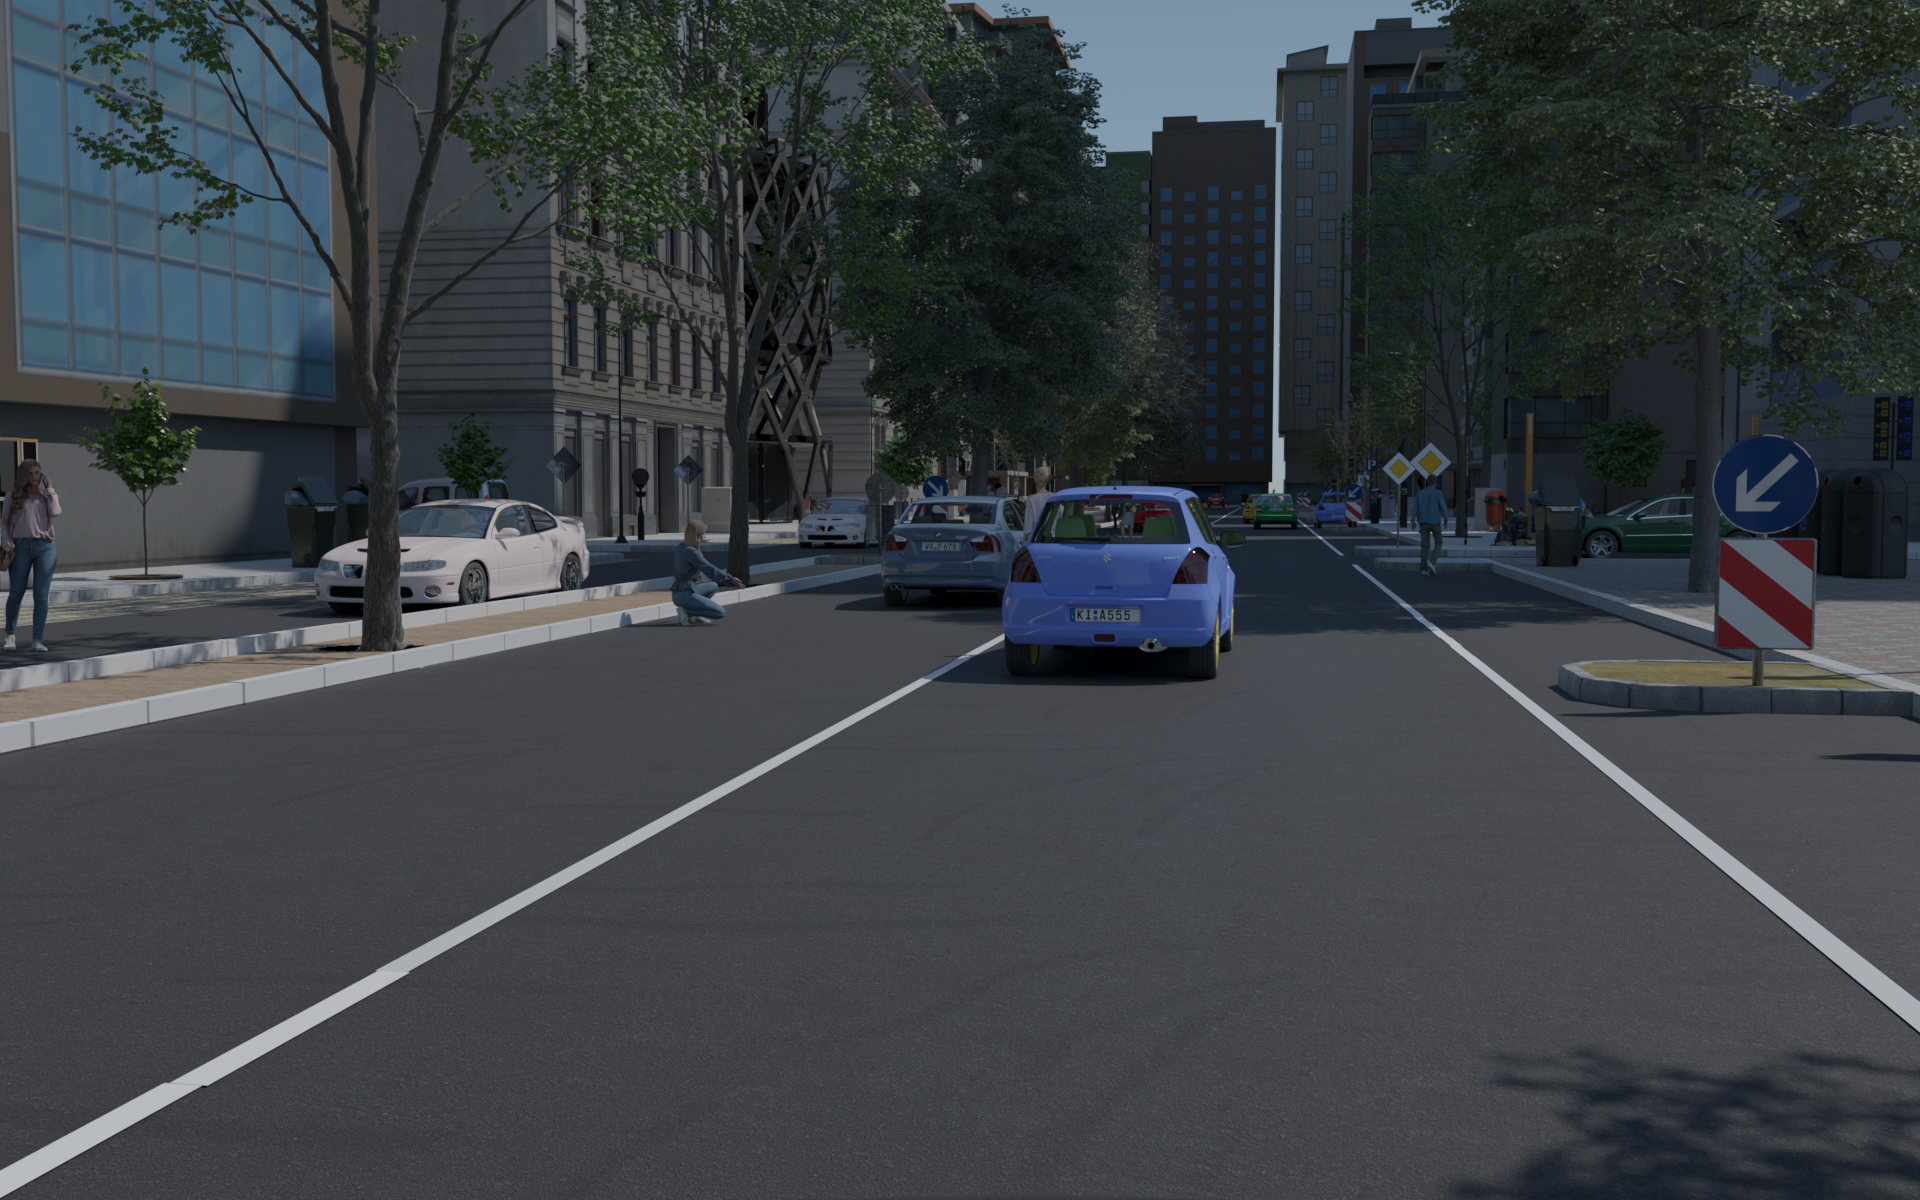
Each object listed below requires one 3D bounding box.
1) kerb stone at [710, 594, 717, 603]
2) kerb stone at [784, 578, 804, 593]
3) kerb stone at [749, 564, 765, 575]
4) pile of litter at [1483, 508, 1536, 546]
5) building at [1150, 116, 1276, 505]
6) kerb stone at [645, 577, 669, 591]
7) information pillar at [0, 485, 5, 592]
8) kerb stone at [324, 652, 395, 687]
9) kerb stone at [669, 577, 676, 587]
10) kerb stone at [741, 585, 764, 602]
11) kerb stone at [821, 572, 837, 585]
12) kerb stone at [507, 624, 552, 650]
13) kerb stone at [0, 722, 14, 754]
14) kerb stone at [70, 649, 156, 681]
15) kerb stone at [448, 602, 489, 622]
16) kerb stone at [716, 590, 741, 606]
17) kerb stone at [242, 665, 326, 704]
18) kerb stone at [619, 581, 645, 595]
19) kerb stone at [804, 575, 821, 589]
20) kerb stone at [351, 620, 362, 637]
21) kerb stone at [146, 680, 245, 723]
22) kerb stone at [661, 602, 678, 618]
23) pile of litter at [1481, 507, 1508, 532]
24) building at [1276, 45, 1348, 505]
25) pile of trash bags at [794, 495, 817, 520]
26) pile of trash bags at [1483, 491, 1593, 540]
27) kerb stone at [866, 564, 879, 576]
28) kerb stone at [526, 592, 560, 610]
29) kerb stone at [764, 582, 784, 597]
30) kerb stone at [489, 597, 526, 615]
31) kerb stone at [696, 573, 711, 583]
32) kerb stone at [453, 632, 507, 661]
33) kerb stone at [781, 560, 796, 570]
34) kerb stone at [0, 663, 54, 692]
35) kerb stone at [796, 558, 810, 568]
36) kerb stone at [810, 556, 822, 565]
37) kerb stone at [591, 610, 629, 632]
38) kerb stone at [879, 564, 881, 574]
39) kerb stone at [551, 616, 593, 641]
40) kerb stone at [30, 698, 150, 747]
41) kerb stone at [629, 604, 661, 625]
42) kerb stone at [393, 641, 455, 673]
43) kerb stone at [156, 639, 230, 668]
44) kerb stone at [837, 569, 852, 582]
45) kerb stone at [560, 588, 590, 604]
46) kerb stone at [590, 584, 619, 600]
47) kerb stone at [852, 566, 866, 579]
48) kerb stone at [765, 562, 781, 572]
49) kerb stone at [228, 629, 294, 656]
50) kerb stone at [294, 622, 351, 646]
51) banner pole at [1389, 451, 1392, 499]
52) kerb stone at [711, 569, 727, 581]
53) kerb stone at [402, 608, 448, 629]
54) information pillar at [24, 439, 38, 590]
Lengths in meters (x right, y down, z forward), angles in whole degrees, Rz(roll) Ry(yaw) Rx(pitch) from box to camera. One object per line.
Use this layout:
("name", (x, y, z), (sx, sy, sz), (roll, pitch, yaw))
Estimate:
("kerb stone", (-3.252, 0.049, 21.401), (0.120, 0.150, 1.000), (1, 4, 10))
("kerb stone", (-2.525, -0.197, 25.438), (0.120, 0.150, 1.000), (1, 4, 10))
("kerb stone", (-3.718, -0.523, 30.828), (0.120, 0.150, 1.000), (1, 4, 10))
("pile of litter", (13.969, -1.766, 42.839), (1.719, 0.858, 1.176), (1, 4, 11))
("building", (30.474, -34.111, 207.818), (14.200, 45.320, 14.600), (1, 4, 10))
("kerb stone", (-4.600, -0.220, 25.789), (0.120, 0.150, 1.000), (1, 4, 10))
("information pillar", (-12.506, -1.115, 22.729), (0.304, 2.012, 0.304), (-3, 5, -41))
("kerb stone", (-4.672, 0.542, 13.328), (0.120, 0.150, 1.000), (1, 4, 10))
("kerb stone", (-4.421, -0.281, 26.795), (0.120, 0.150, 1.000), (1, 4, 10))
("kerb stone", (-2.890, -0.069, 23.413), (0.120, 0.150, 1.000), (1, 4, 10))
("kerb stone", (-2.178, -0.316, 27.462), (0.120, 0.150, 1.000), (1, 4, 10))
("kerb stone", (-4.139, 0.358, 16.358), (0.120, 0.150, 1.000), (1, 4, 10))
("kerb stone", (-5.391, 0.793, 9.290), (0.120, 0.150, 1.000), (1, 4, 10))
("kerb stone", (-6.744, 0.523, 13.676), (0.120, 0.150, 1.000), (1, 4, 10))
("kerb stone", (-5.672, 0.151, 19.736), (0.120, 0.150, 1.000), (1, 4, 10))
("kerb stone", (-3.076, -0.013, 22.408), (0.120, 0.150, 1.000), (1, 4, 10))
("kerb stone", (-4.847, 0.604, 12.315), (0.120, 0.150, 1.000), (1, 4, 10))
("kerb stone", (-4.779, -0.158, 24.778), (0.120, 0.150, 1.000), (1, 4, 10))
("kerb stone", (-2.351, -0.260, 26.448), (0.120, 0.150, 1.000), (1, 4, 10))
("kerb stone", (-6.035, 0.279, 17.721), (0.120, 0.150, 1.000), (1, 4, 10))
("kerb stone", (-5.030, 0.671, 11.308), (0.120, 0.150, 1.000), (1, 4, 10))
("kerb stone", (-3.420, 0.113, 20.388), (0.120, 0.150, 1.000), (1, 4, 10))
("pile of litter", (18.392, -2.719, 58.417), (1.719, 0.858, 1.176), (2, 4, 25))
("building", (52.245, -38.029, 211.006), (27.495, 52.752, 28.713), (1, 4, 10))
("pile of trash bags", (-7.907, -4.596, 84.903), (1.912, 1.369, 3.447), (-1, 4, -21))
("pile of trash bags", (15.267, -2.221, 46.058), (3.447, 1.369, 1.912), (-2, 4, -29))
("kerb stone", (-1.648, -0.508, 30.493), (0.120, 0.150, 1.000), (1, 4, 10))
("kerb stone", (-5.315, 0.027, 21.755), (0.120, 0.150, 1.000), (1, 4, 10))
("kerb stone", (-2.717, -0.132, 24.420), (0.120, 0.150, 1.000), (1, 4, 10))
("kerb stone", (-5.499, 0.088, 20.750), (0.120, 0.150, 1.000), (1, 4, 10))
("kerb stone", (-4.250, -0.343, 27.802), (0.120, 0.150, 1.000), (1, 4, 10))
("kerb stone", (-4.314, 0.419, 15.349), (0.120, 0.150, 1.000), (1, 4, 10))
("kerb stone", (-3.353, -0.652, 32.852), (0.120, 0.150, 1.000), (1, 4, 10))
("kerb stone", (-6.921, 0.583, 12.670), (0.120, 0.150, 1.000), (1, 4, 10))
("kerb stone", (-3.173, -0.714, 33.863), (0.120, 0.150, 1.000), (1, 4, 10))
("kerb stone", (-3.008, -0.772, 34.872), (0.120, 0.150, 1.000), (1, 4, 10))
("kerb stone", (-3.775, 0.235, 18.375), (0.120, 0.150, 1.000), (1, 4, 10))
("kerb stone", (-1.459, -0.569, 31.502), (0.120, 0.150, 1.000), (1, 4, 10))
("kerb stone", (-3.958, 0.297, 17.369), (0.120, 0.150, 1.000), (1, 4, 10))
("kerb stone", (-5.208, 0.732, 10.301), (0.120, 0.150, 1.000), (1, 4, 10))
("kerb stone", (-3.601, 0.173, 19.382), (0.120, 0.150, 1.000), (1, 4, 10))
("kerb stone", (-4.493, 0.480, 14.342), (0.120, 0.150, 1.000), (1, 4, 10))
("kerb stone", (-6.562, 0.460, 14.682), (0.120, 0.150, 1.000), (1, 4, 10))
("kerb stone", (-1.989, -0.384, 28.478), (0.120, 0.150, 1.000), (1, 4, 10))
("kerb stone", (-5.141, -0.035, 22.762), (0.120, 0.150, 1.000), (1, 4, 10))
("kerb stone", (-4.956, -0.096, 23.771), (0.120, 0.150, 1.000), (1, 4, 10))
("kerb stone", (-1.816, -0.446, 29.485), (0.120, 0.150, 1.000), (1, 4, 10))
("kerb stone", (-3.533, -0.590, 31.837), (0.120, 0.150, 1.000), (1, 4, 10))
("kerb stone", (-6.385, 0.398, 15.688), (0.120, 0.150, 1.000), (1, 4, 10))
("kerb stone", (-6.210, 0.336, 16.698), (0.120, 0.150, 1.000), (1, 4, 10))
("banner pole", (25.323, -6.845, 101.928), (0.401, 3.779, 0.863), (1, 4, 22))
("kerb stone", (-4.066, -0.404, 28.808), (0.120, 0.150, 1.000), (1, 4, 10))
("kerb stone", (-5.852, 0.212, 18.726), (0.120, 0.150, 1.000), (1, 4, 10))
("information pillar", (-12.585, -1.147, 23.252), (0.304, 2.012, 0.304), (1, 4, 14))
